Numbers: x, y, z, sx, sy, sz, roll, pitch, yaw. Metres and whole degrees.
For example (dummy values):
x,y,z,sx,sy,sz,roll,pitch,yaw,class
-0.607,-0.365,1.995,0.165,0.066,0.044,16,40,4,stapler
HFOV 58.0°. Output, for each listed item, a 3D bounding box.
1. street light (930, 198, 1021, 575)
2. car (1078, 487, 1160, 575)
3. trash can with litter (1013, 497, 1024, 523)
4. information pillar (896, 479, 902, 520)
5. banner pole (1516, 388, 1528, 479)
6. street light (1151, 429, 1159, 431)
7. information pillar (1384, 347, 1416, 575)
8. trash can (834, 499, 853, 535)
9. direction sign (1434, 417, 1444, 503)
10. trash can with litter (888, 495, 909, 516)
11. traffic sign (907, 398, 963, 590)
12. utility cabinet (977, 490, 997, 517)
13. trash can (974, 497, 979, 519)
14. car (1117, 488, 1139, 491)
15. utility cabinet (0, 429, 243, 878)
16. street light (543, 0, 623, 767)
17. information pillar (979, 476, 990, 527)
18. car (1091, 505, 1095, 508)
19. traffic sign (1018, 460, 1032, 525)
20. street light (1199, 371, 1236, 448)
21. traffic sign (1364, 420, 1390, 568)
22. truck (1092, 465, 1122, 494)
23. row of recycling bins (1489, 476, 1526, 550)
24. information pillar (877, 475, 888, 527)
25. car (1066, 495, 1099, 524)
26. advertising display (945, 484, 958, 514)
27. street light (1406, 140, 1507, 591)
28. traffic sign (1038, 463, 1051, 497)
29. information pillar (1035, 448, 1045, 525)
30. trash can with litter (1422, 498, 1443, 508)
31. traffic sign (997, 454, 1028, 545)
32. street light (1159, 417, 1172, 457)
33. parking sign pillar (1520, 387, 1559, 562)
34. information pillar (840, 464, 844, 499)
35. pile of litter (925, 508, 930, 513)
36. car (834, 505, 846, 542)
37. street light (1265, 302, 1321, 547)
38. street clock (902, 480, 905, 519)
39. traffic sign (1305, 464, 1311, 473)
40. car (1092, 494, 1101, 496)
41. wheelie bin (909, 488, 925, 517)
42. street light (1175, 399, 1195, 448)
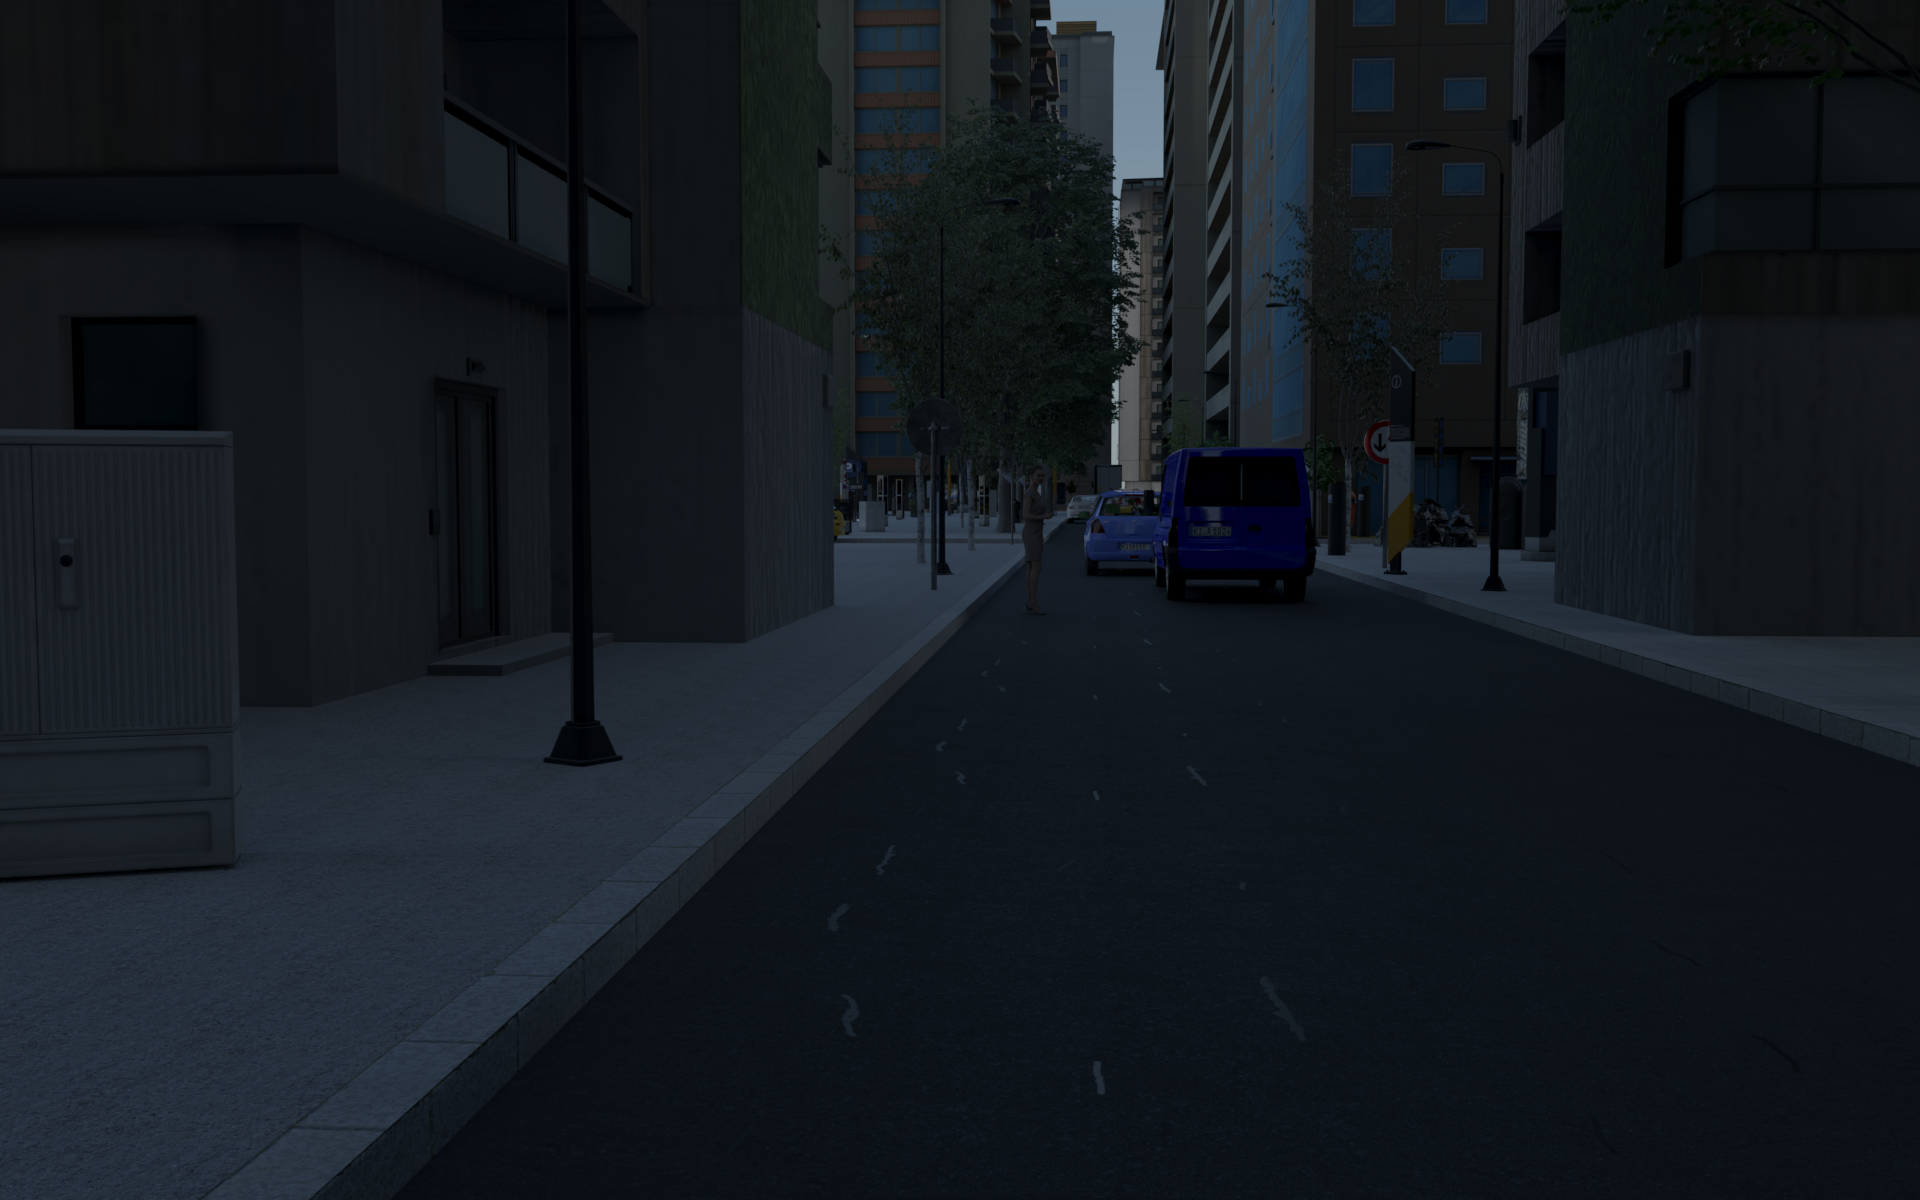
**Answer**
x,y,z,sx,sy,sz,roll,pitch,yaw,class
0.250,-3.352,27.342,1.470,5.913,1.316,0,4,4,street light
3.137,-1.357,31.785,1.945,1.707,3.694,0,4,3,car
2.618,-3.945,75.891,1.055,1.170,0.624,-1,4,-14,trash can with litter
-3.038,-5.020,86.561,0.304,2.012,0.304,0,4,-3,information pillar
11.655,-2.786,35.572,0.401,3.779,0.863,-1,4,-15,banner pole
14.400,-9.292,124.459,1.470,5.913,1.316,0,4,4,street light
6.990,-2.208,27.452,0.183,3.616,0.504,-2,4,-30,information pillar
-3.693,-2.606,54.265,0.748,1.137,0.748,0,3,0,trash can
14.171,-3.629,51.331,0.379,3.537,0.876,0,4,0,direction sign
-3.980,-5.519,101.298,2.233,1.210,1.678,3,5,41,trash can with litter
-0.349,-1.407,23.106,0.768,2.556,0.104,1,4,13,traffic sign
1.480,-5.295,95.252,1.173,1.500,0.318,-3,5,-41,utility cabinet
0.842,-4.847,90.899,0.748,1.137,0.748,0,3,0,trash can
11.366,-6.637,117.192,2.281,1.827,5.304,0,4,4,car
-3.071,0.175,5.816,1.173,1.500,0.318,-1,4,-18,utility cabinet
-1.271,-2.174,8.094,1.470,5.913,1.316,0,4,4,street light
0.965,-3.921,68.602,0.304,2.012,0.304,-3,5,-44,information pillar
6.108,-3.504,67.513,2.015,1.641,3.980,0,4,5,car
1.924,-2.912,51.252,0.795,2.450,0.064,0,4,4,traffic sign
9.809,-5.668,65.207,1.470,5.913,1.316,0,4,4,street light
7.346,-1.821,29.875,0.768,2.556,0.104,1,4,9,traffic sign
14.432,-11.061,169.766,2.839,4.237,11.283,0,4,3,truck
13.638,-1.965,39.239,1.069,1.692,3.534,-3,5,-43,row of recycling bins
-3.050,-3.908,68.391,0.304,2.012,0.304,3,5,39,information pillar
6.240,-4.466,85.380,2.083,1.381,4.827,0,4,6,car
-0.565,-6.467,110.951,0.974,1.923,0.123,2,4,24,advertising display
6.547,-3.077,22.854,1.470,5.913,1.316,0,4,4,street light
3.322,-4.314,70.643,0.768,2.556,0.104,1,4,9,traffic sign
3.310,-4.937,72.079,0.183,3.616,0.504,-3,4,-38,information pillar
13.793,-2.364,50.031,1.055,1.170,0.624,-2,4,-24,trash can with litter
1.311,-2.425,43.290,0.795,2.450,0.064,0,4,4,traffic sign
12.910,-8.044,104.065,1.470,5.913,1.316,0,4,4,street light
11.549,-2.739,33.257,1.447,3.967,1.447,-1,4,-21,parking sign pillar
-8.332,-8.079,123.439,0.504,3.616,0.183,3,5,44,information pillar
-2.008,-6.468,119.722,1.176,0.858,1.719,3,5,43,pile of litter
-5.254,-2.381,49.149,3.980,1.641,2.015,0,4,5,car
8.094,-4.254,42.100,1.470,5.913,1.316,0,4,4,street light
-2.986,-5.209,89.733,0.358,2.002,0.471,0,4,3,street clock
8.234,-2.391,42.739,0.795,2.450,0.064,0,4,4,traffic sign
10.868,-7.620,136.594,2.014,1.417,4.499,0,4,3,car
-2.406,-5.333,95.097,0.980,1.594,0.693,-3,5,-44,wheelie bin
11.303,-6.861,84.724,1.470,5.913,1.316,0,4,4,street light
